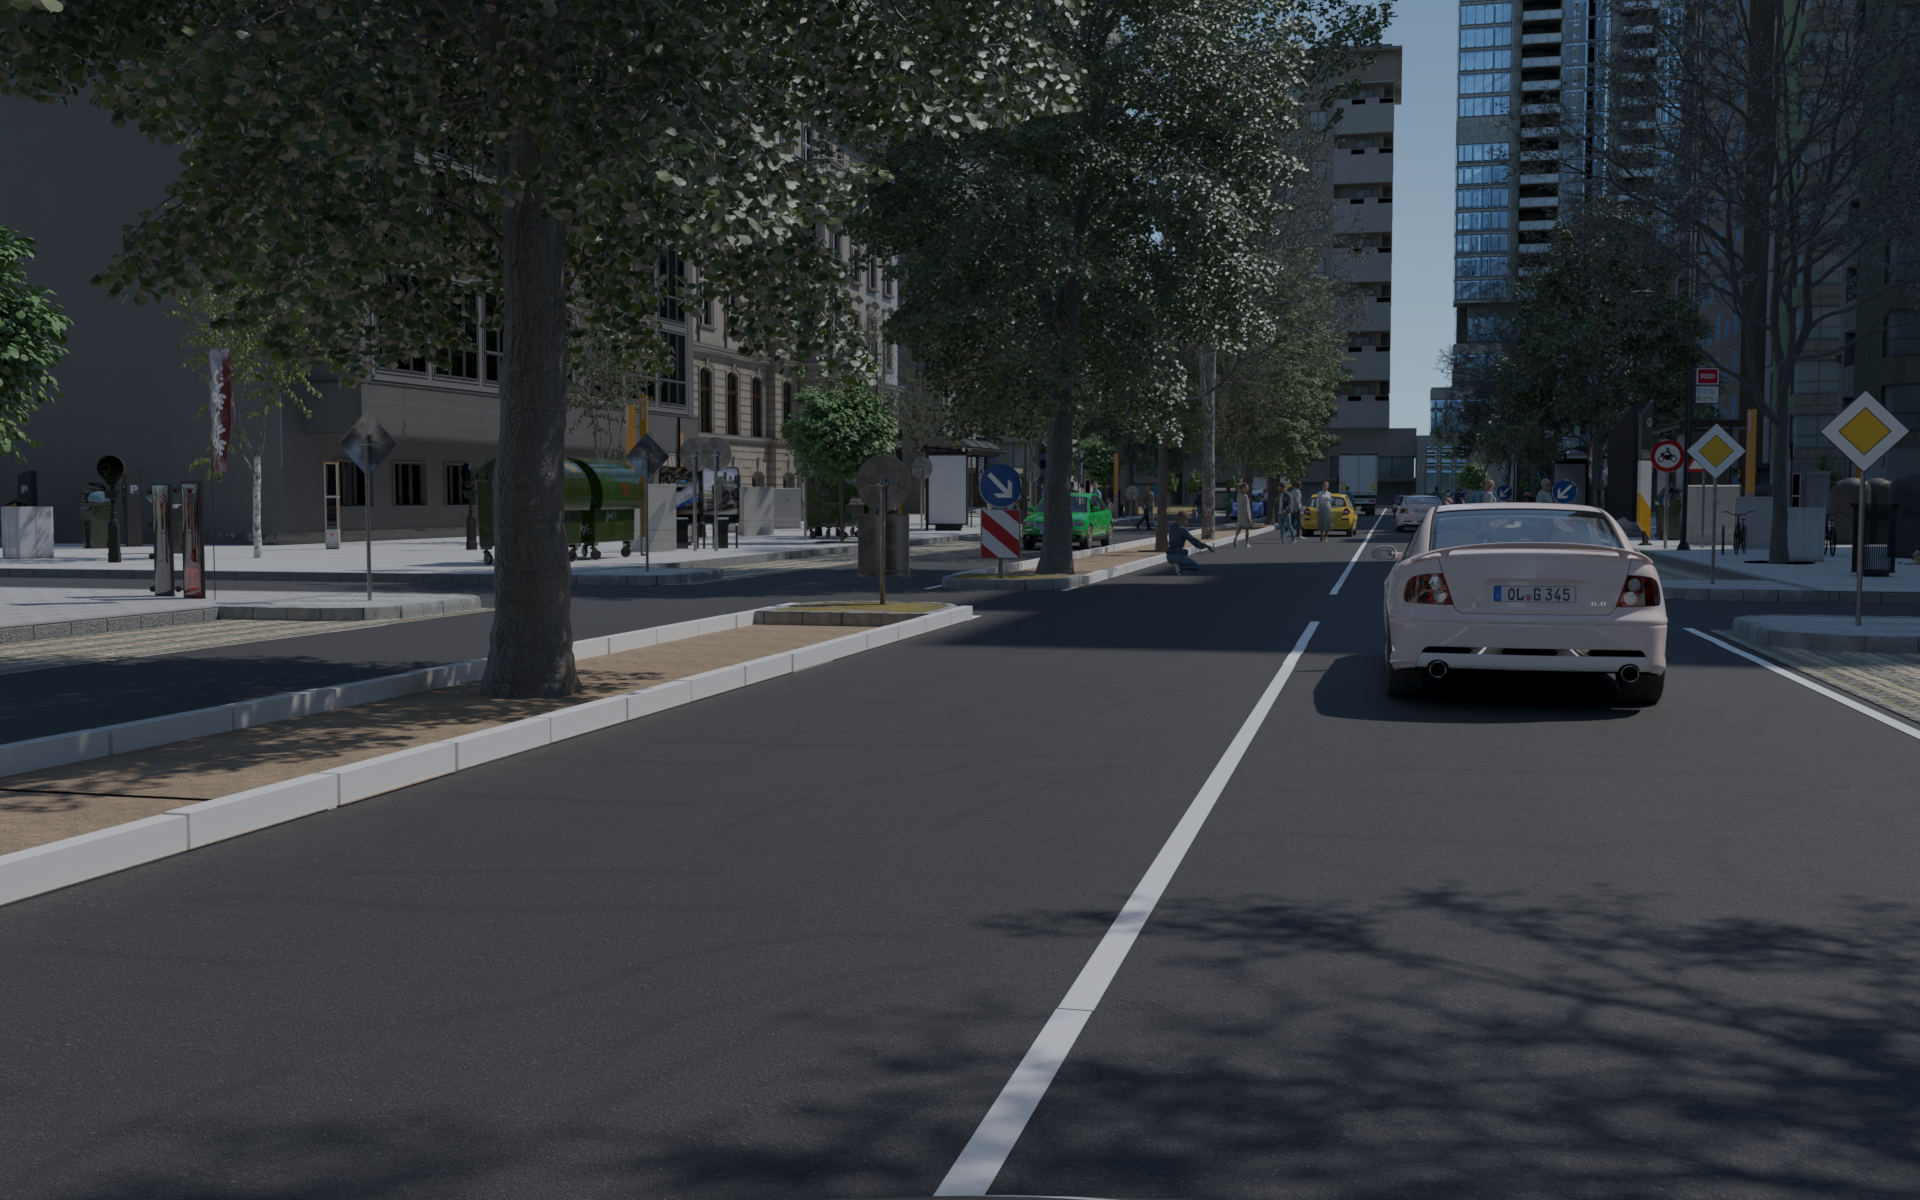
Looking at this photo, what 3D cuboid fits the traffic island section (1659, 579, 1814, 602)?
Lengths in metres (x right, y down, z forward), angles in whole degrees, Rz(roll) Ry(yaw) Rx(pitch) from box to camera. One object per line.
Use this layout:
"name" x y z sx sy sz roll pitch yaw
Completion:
"traffic island section" 10.714 -0.143 24.619 2.009 0.180 2.903 1 4 14

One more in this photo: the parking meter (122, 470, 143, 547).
"parking meter" -20.078 -2.220 42.011 0.399 1.863 0.255 -3 5 -40

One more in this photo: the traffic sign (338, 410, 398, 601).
"traffic sign" -7.105 -1.049 20.790 0.795 2.450 0.064 1 4 14

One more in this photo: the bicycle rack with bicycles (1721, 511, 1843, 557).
"bicycle rack with bicycles" 17.369 -1.438 36.901 2.852 0.926 2.925 2 4 24

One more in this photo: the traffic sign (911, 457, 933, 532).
"traffic sign" -1.309 -3.606 59.066 0.768 2.556 0.104 1 4 16

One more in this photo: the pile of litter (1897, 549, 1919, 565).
"pile of litter" 17.978 -1.079 31.613 1.719 0.858 1.176 0 4 7

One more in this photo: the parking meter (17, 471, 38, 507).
"parking meter" -23.371 -2.307 43.427 0.399 1.863 0.255 1 4 11

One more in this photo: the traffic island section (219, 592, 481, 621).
"traffic island section" -7.129 0.087 20.858 2.009 0.180 2.903 1 4 14

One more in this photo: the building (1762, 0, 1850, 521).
"building" 47.570 -24.557 85.094 14.154 41.232 14.086 1 4 14

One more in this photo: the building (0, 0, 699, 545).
"building" -19.322 -16.008 55.239 14.314 27.812 24.014 1 4 14

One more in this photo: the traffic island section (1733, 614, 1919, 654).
"traffic island section" 8.768 0.331 16.874 2.009 0.180 2.903 1 4 14

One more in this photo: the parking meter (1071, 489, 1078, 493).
"parking meter" 5.518 -4.575 83.212 0.372 1.533 0.369 0 3 0

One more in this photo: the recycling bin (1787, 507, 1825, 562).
"recycling bin" 16.129 -1.258 33.124 0.722 1.027 0.722 2 4 26

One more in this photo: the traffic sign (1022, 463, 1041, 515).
"traffic sign" 2.894 -4.300 70.417 0.768 2.556 0.104 1 4 19

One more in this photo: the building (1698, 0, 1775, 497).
"building" 51.089 -27.457 99.034 14.600 45.320 14.200 1 4 14

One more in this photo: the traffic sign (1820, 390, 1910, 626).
"traffic sign" 8.744 -0.805 16.802 0.795 2.450 0.064 1 4 14

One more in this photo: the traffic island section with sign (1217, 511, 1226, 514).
"traffic island section with sign" 19.941 -7.254 127.226 1.989 1.847 2.006 1 4 14

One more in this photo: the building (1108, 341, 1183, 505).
"building" 12.796 -22.526 213.342 28.899 21.520 27.650 1 4 14

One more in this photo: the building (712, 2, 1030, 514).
"building" -11.705 -26.164 119.655 32.217 40.220 23.993 1 4 14

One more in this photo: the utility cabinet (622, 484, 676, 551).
"utility cabinet" -6.926 -1.829 38.581 1.173 1.500 0.318 -2 4 -35

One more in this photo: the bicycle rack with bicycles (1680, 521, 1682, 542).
"bicycle rack with bicycles" 20.394 -1.980 45.762 2.852 0.926 2.925 -1 4 -16

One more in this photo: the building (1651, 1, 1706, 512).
"building" 58.296 -41.409 115.289 20.563 71.187 20.611 1 4 14

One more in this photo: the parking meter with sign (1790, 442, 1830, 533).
"parking meter with sign" 28.690 -3.769 57.878 1.738 3.016 0.543 2 4 29

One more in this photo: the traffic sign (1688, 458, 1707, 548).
"traffic sign" 17.620 -2.510 41.050 0.884 2.594 0.081 1 4 22

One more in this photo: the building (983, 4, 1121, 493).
"building" -0.436 -34.688 156.393 27.495 52.752 28.713 1 4 14

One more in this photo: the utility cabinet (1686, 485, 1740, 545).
"utility cabinet" 18.601 -2.086 42.782 1.173 1.500 0.318 1 4 22

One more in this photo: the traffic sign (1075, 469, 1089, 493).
"traffic sign" 6.100 -5.299 86.746 0.768 2.556 0.104 1 4 20

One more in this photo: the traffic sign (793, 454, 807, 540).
"traffic sign" -4.277 -2.921 47.857 0.768 2.556 0.104 2 4 23

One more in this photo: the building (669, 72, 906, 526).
"building" -12.577 -16.195 83.867 14.460 24.649 34.723 1 4 14

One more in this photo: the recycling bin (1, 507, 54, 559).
"recycling bin" -18.632 -1.349 34.609 0.722 1.027 0.722 3 4 38

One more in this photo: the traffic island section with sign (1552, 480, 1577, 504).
"traffic island section with sign" 16.728 -2.437 48.476 1.989 1.847 2.006 1 4 14

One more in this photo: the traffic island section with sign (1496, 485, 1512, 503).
"traffic island section with sign" 23.288 -4.036 74.624 1.989 1.847 2.006 1 4 14

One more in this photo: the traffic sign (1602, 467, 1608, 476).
"traffic sign" 21.886 -3.469 57.910 0.795 2.450 0.064 1 4 23

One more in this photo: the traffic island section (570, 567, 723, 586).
"traffic island section" -5.184 -0.387 28.603 2.009 0.180 2.903 1 4 14

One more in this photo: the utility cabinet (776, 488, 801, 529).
"utility cabinet" -6.404 -3.330 63.123 1.173 1.500 0.318 -1 4 -15

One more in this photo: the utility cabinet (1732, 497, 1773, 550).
"utility cabinet" 18.475 -1.771 40.110 1.020 1.237 0.306 1 4 16

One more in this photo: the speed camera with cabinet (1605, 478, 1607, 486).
"speed camera with cabinet" 36.599 -6.172 95.252 2.038 3.252 0.660 2 4 27

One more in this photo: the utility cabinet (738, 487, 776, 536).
"utility cabinet" -6.250 -2.708 52.962 0.318 1.500 1.173 3 5 44

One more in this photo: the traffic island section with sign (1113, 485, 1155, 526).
"traffic island section with sign" 7.839 -4.307 79.051 1.989 1.847 2.006 1 4 14

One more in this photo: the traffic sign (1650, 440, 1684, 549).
"traffic sign" 16.554 -2.475 40.577 0.768 2.556 0.104 1 4 22

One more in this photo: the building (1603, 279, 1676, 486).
"building" 67.680 -18.036 139.930 27.650 21.520 28.899 1 4 14

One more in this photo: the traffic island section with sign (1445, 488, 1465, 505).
"traffic island section with sign" 35.667 -7.050 123.901 1.989 1.847 2.006 1 4 14

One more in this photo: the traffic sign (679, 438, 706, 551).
"traffic sign" -5.986 -2.383 39.073 0.768 2.556 0.104 1 4 16

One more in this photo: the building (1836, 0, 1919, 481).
"building" 39.988 -17.817 63.017 14.160 30.474 14.107 1 4 14

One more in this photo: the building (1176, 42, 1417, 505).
"building" 40.237 -37.717 205.904 27.495 52.752 28.713 1 4 14

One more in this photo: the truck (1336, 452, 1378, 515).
"truck" 27.643 -8.049 120.508 2.839 4.237 11.283 1 4 12

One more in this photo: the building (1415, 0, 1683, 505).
"building" 67.770 -53.931 194.445 31.000 86.520 22.319 1 4 14

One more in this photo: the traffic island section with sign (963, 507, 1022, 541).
"traffic island section with sign" 1.276 -2.708 52.904 1.989 1.847 2.006 1 4 14

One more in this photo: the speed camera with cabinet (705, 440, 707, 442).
"speed camera with cabinet" -8.764 -4.231 63.516 2.038 3.252 0.660 -3 4 -36

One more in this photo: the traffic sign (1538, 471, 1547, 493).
"traffic sign" 32.041 -5.854 95.820 0.768 2.556 0.104 1 4 22

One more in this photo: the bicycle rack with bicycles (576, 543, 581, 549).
"bicycle rack with bicycles" -9.753 -1.738 41.799 2.852 0.926 2.925 0 4 3

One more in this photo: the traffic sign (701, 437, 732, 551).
"traffic sign" -5.459 -2.362 38.726 0.768 2.556 0.104 1 4 22

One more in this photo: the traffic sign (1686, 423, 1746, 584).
"traffic sign" 10.689 -1.279 24.548 0.795 2.450 0.064 1 4 14

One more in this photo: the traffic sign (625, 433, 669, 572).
"traffic sign" -5.159 -1.522 28.535 0.795 2.450 0.064 1 4 14
